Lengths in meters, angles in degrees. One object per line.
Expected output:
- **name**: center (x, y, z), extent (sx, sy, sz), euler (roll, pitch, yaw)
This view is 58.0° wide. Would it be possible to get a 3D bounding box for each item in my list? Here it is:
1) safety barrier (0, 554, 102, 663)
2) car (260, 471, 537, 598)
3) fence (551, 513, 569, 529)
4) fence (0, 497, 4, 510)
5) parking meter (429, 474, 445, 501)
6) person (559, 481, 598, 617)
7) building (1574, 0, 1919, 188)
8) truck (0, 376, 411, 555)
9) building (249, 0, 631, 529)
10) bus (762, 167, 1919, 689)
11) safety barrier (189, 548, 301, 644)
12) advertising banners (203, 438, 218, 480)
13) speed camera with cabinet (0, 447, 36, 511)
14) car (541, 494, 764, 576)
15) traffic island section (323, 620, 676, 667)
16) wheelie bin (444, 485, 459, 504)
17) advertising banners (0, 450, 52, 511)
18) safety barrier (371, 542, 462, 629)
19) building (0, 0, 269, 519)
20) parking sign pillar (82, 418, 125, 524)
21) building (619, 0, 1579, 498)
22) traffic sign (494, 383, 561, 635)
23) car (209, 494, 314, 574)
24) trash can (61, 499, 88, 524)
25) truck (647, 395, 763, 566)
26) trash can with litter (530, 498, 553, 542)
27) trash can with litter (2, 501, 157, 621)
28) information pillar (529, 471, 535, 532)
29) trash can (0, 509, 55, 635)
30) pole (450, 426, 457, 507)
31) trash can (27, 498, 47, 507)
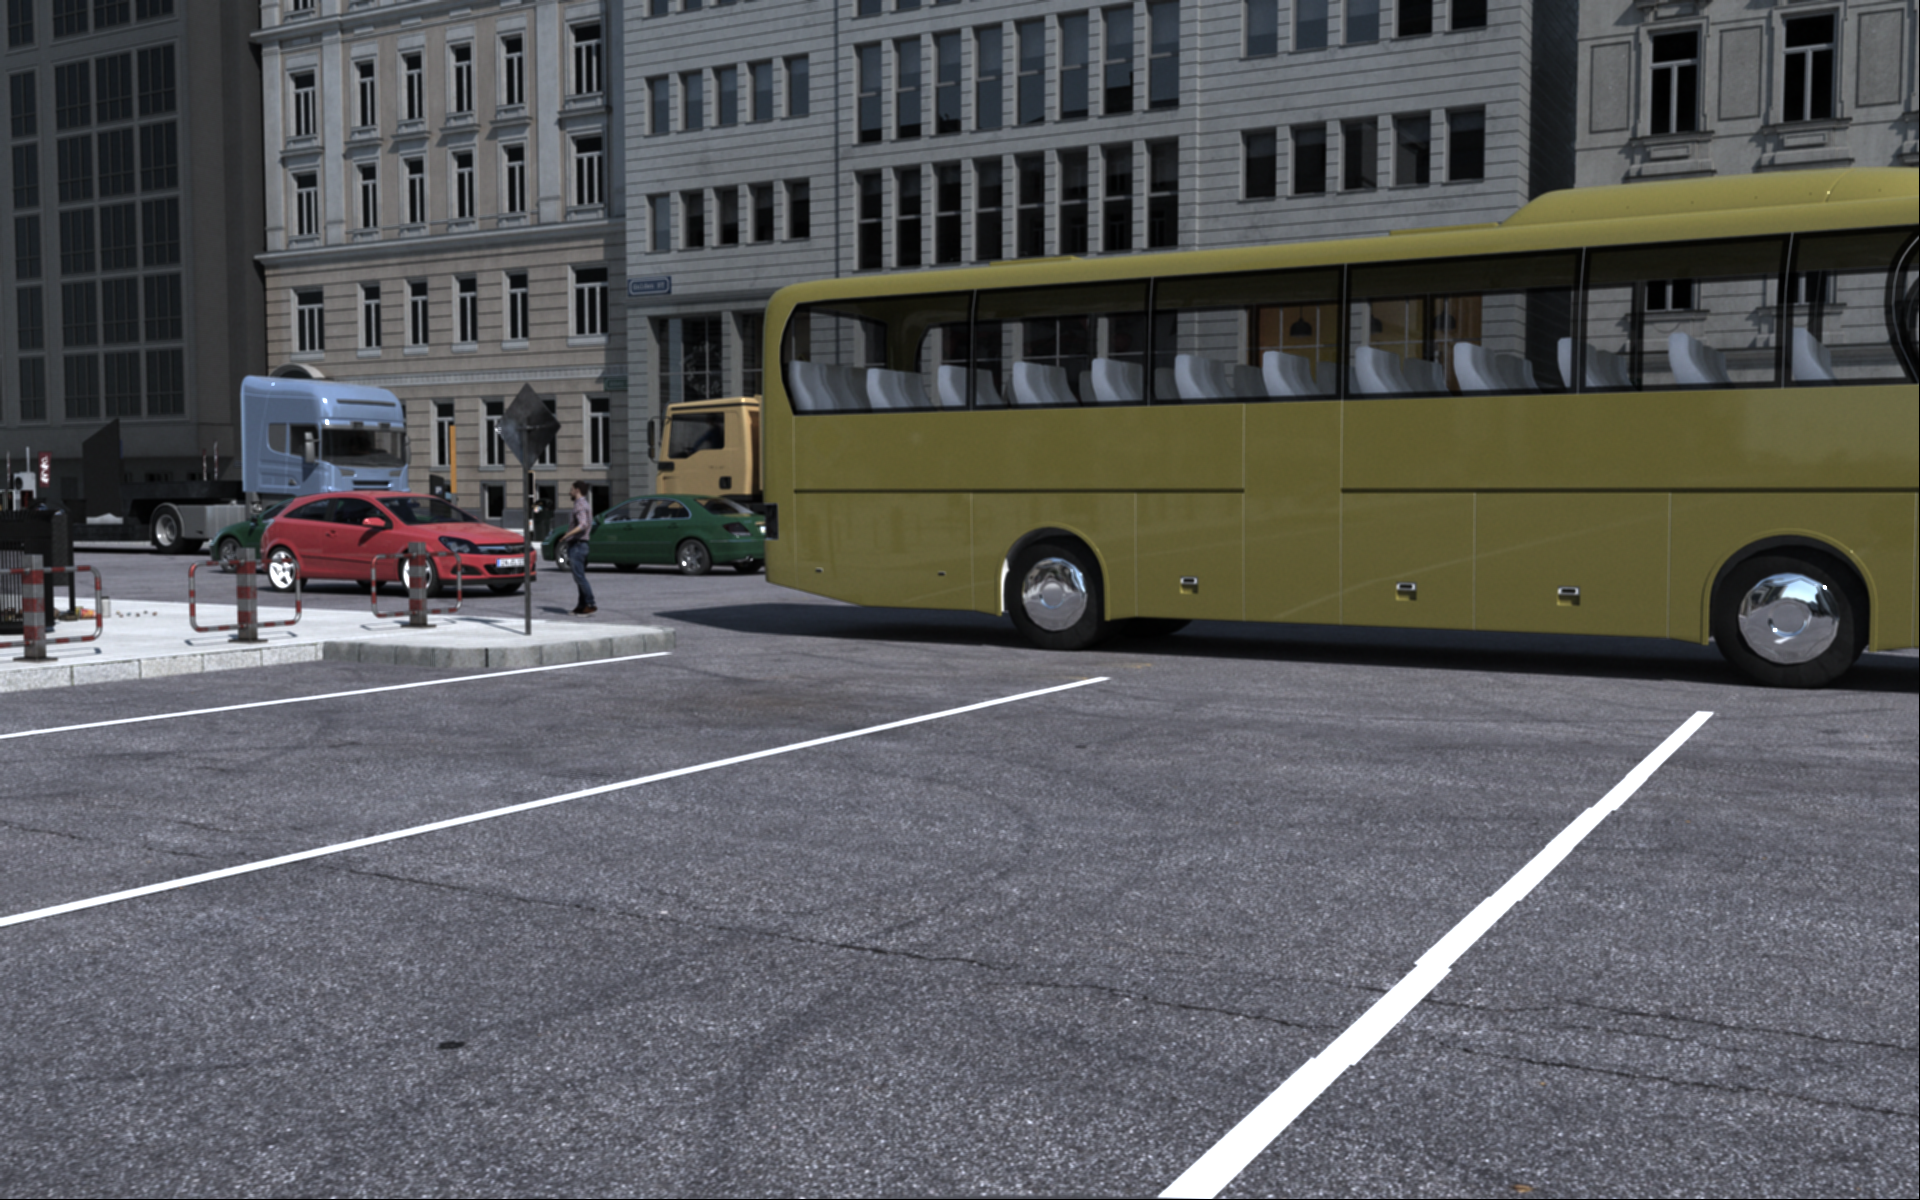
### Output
- **safety barrier**: center (-7.104, 0.061, 13.283), extent (0.300, 0.817, 1.120), euler (2, 4, 29)
- **car**: center (-8.145, -0.984, 25.124), extent (4.494, 1.783, 2.155), euler (2, 4, 30)
- **fence**: center (-12.750, -2.400, 54.616), extent (0.278, 0.683, 2.069), euler (-3, 4, -36)
- **fence**: center (-36.250, -3.197, 63.471), extent (2.264, 1.192, 0.480), euler (-2, 4, -27)
- **parking meter**: center (-15.545, -2.803, 51.540), extent (0.399, 1.863, 0.255), euler (-3, 4, -39)
- **person**: center (-4.493, -0.605, 20.352), extent (0.435, 1.587, 0.963), euler (-1, 4, -13)
- **building**: center (38.242, -16.138, 40.278), extent (44.131, 29.872, 17.030), euler (2, 4, 29)
- **truck**: center (-20.704, -3.259, 43.046), extent (18.799, 4.110, 2.967), euler (2, 4, 29)
- **building**: center (-16.560, -17.385, 70.144), extent (20.117, 28.700, 13.634), euler (2, 4, 29)
- **bus**: center (3.884, -1.450, 15.254), extent (12.252, 3.916, 2.896), euler (2, 4, 31)
- **safety barrier**: center (-6.159, -0.042, 14.956), extent (0.300, 0.817, 1.120), euler (2, 4, 29)
- **advertising banners**: center (-23.812, -3.607, 55.164), extent (0.090, 3.025, 2.074), euler (-2, 4, -32)
- **speed camera with cabinet**: center (-39.930, -4.822, 73.175), extent (2.038, 3.252, 0.660), euler (2, 4, 29)
- **car**: center (-5.468, -1.217, 31.703), extent (4.920, 1.459, 2.131), euler (2, 4, 28)
- **traffic island section**: center (-3.950, 0.399, 15.765), extent (2.009, 0.180, 2.903), euler (2, 4, 29)
- **wheelie bin**: center (-17.260, -3.067, 58.056), extent (0.980, 1.594, 0.693), euler (3, 4, 38)
- **advertising banners**: center (-38.383, -4.586, 71.166), extent (2.074, 3.025, 0.090), euler (-1, 4, -10)
- **safety barrier**: center (-5.210, -0.144, 16.637), extent (0.300, 0.817, 1.120), euler (2, 4, 29)
- **building**: center (-36.371, -17.519, 79.944), extent (24.014, 27.812, 14.314), euler (2, 4, 29)
- **parking sign pillar**: center (-30.412, -4.468, 61.531), extent (1.447, 3.967, 1.447), euler (0, 4, 3)
- **building**: center (4.129, -17.035, 56.009), extent (29.804, 29.767, 11.434), euler (2, 4, 29)
- **traffic sign**: center (-3.925, -0.737, 15.691), extent (0.795, 2.450, 0.064), euler (2, 4, 29)
- **car**: center (-11.412, -1.181, 31.109), extent (4.920, 1.459, 2.131), euler (2, 4, 30)
- **trash can**: center (-26.297, -2.436, 51.475), extent (0.748, 1.137, 0.748), euler (0, 3, 0)
- **truck**: center (-2.191, -2.346, 34.289), extent (9.791, 3.379, 3.469), euler (2, 4, 29)
- **trash can with litter**: center (-11.426, -2.159, 46.688), extent (0.624, 1.170, 1.055), euler (-3, 5, -42)
- **trash can with litter**: center (-9.703, -0.421, 17.935), extent (2.233, 1.210, 1.678), euler (1, 4, 11)
- **information pillar**: center (-13.860, -3.141, 55.842), extent (0.304, 2.012, 0.304), euler (-1, 4, -13)
- **trash can**: center (-8.691, -0.262, 15.944), extent (0.748, 1.137, 0.748), euler (0, 3, 0)
- **pole**: center (-15.095, -3.535, 51.641), extent (0.158, 3.312, 0.155), euler (0, 3, 0)
- **trash can**: center (-36.095, -3.430, 67.742), extent (0.748, 1.137, 0.748), euler (0, 3, 0)
